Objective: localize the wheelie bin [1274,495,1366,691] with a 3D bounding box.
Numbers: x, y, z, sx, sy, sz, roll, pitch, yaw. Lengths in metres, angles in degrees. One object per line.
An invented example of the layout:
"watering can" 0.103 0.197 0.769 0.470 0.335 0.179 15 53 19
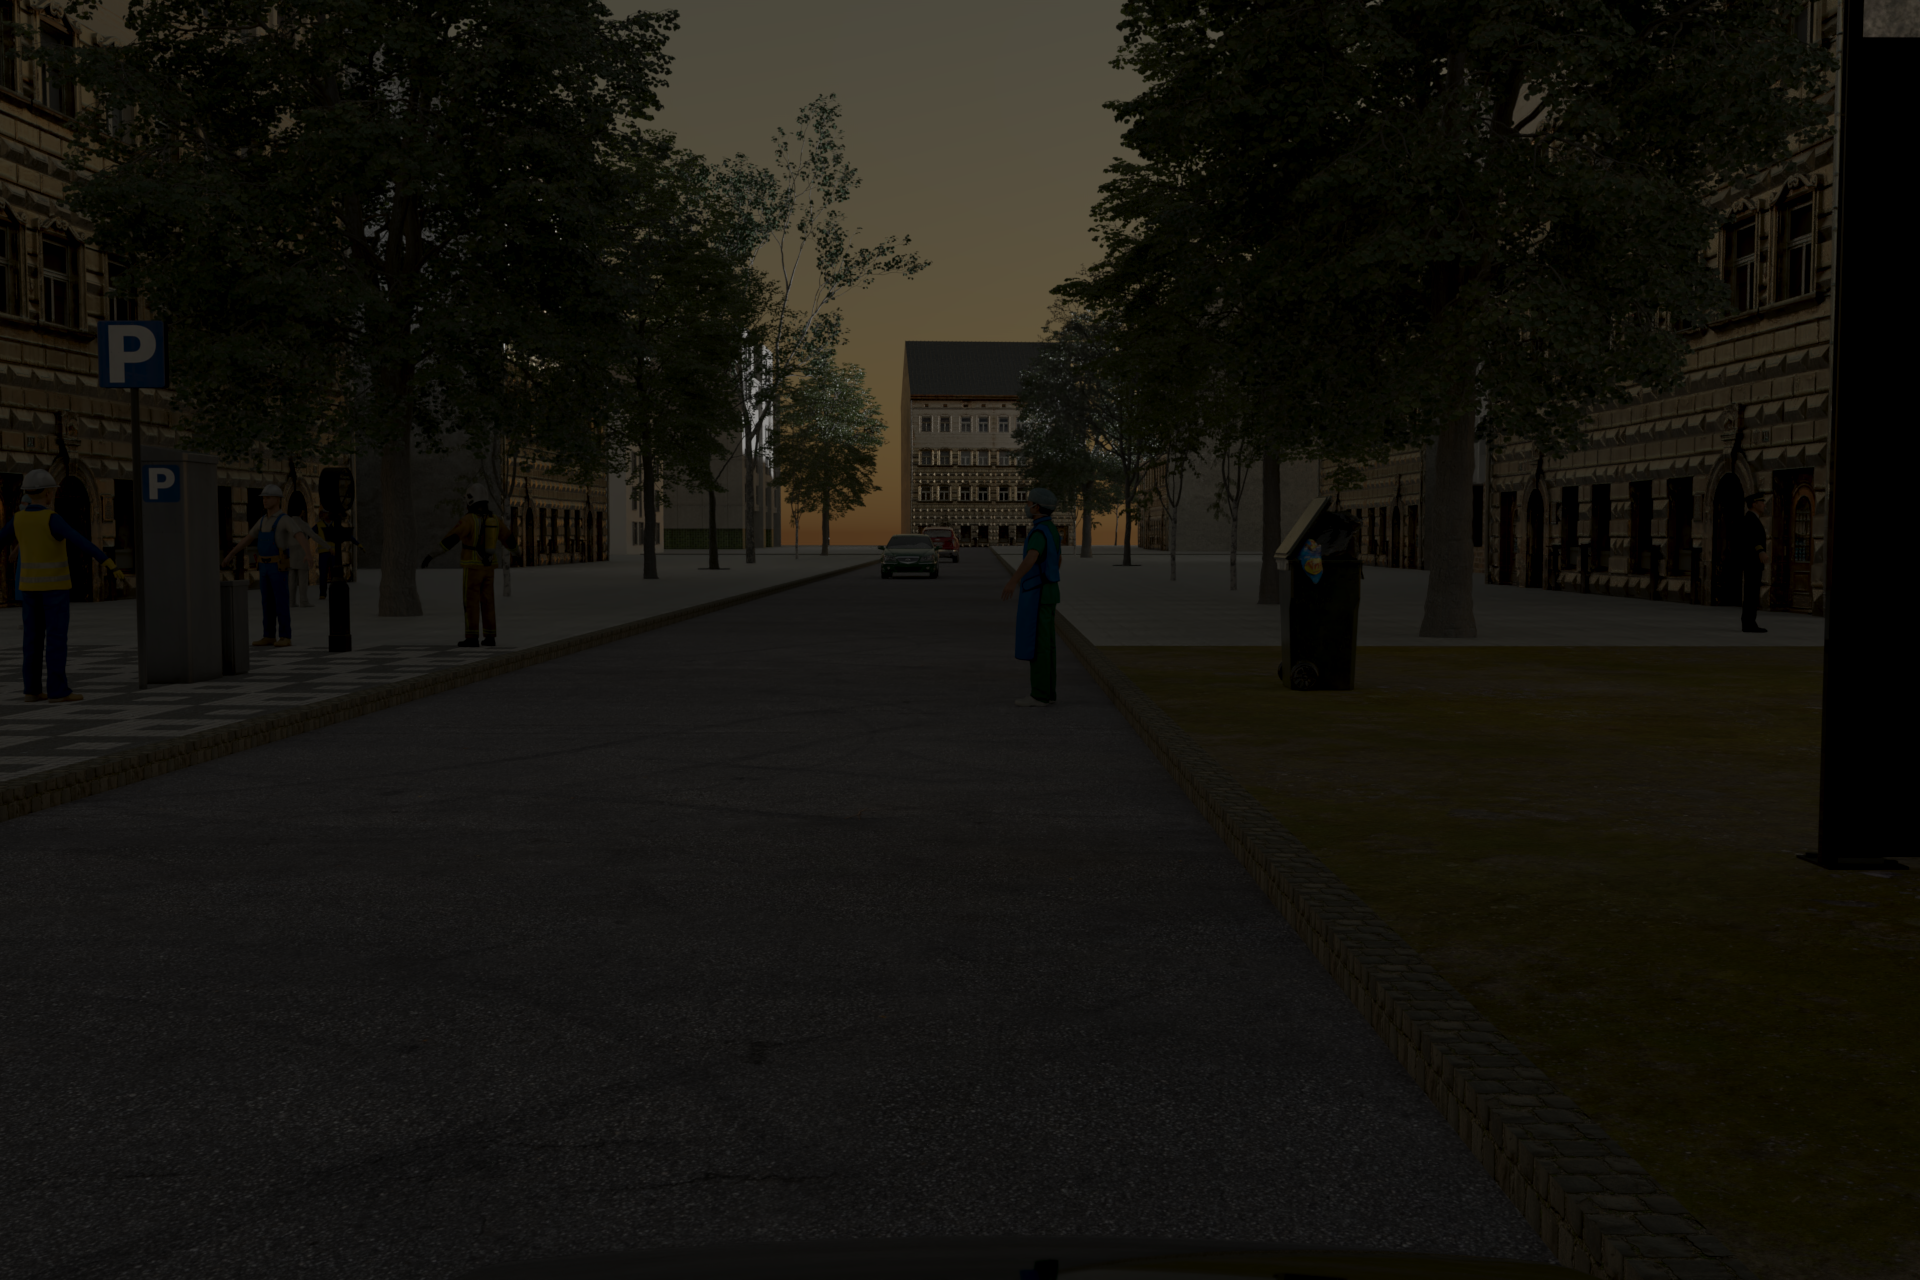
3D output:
"wheelie bin" 2.999 -0.399 14.426 0.693 1.594 0.980 0 4 1

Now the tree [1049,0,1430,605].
"tree" 5.476 -6.950 31.753 7.486 12.596 7.792 0 3 0

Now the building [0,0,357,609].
"building" -25.413 -12.570 36.455 19.493 23.208 18.063 0 4 1

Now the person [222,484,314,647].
"person" -7.863 -0.853 19.804 1.347 1.847 0.705 2 4 24

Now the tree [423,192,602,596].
"tree" -9.356 -5.191 35.228 4.360 8.622 3.978 0 3 0

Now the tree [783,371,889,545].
"tree" -14.088 -20.877 197.224 12.611 20.169 13.585 0 3 0

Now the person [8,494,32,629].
"person" -12.452 -1.044 23.199 0.704 1.817 1.347 -3 5 -41

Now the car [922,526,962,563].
"car" -1.063 -4.835 87.720 2.281 1.827 5.304 0 4 1

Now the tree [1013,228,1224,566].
"tree" 6.833 -9.710 69.135 12.009 13.543 11.850 0 3 0

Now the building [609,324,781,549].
"building" -26.682 -18.021 161.107 16.747 18.905 31.486 0 3 0

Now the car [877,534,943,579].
"car" -1.630 -2.777 57.199 2.131 1.459 4.920 0 4 0

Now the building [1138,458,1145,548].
"building" 26.069 -19.798 154.633 19.493 23.208 18.063 0 4 1

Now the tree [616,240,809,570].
"tree" -9.043 -8.352 62.309 9.928 11.665 9.643 0 3 0

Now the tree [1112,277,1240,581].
"tree" 5.938 -5.963 47.855 4.737 8.622 4.395 0 3 0

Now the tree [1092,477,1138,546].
"tree" 17.649 -15.779 192.395 7.601 10.594 8.767 0 4 3

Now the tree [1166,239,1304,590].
"tree" 6.063 -5.447 39.422 4.360 8.622 3.978 0 3 0

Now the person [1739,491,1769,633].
"person" 10.398 -1.022 22.642 0.705 1.837 1.347 1 4 21

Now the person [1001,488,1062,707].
"person" 0.645 -0.361 14.486 0.704 1.817 1.347 1 4 18

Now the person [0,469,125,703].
"person" -6.974 -0.418 13.296 1.216 1.772 0.721 1 4 12

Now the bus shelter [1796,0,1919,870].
"bus shelter" 3.842 -0.752 3.585 1.731 3.624 6.357 0 4 -1

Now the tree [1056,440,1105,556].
"tree" 6.852 -9.331 102.927 4.737 8.622 4.395 0 3 0

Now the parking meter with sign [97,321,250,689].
"parking meter with sign" -6.759 -1.150 15.066 0.543 3.016 1.738 0 3 0

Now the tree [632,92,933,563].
"tree" -8.055 -13.362 74.363 12.611 20.169 13.585 0 3 0

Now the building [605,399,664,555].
"building" -25.214 -10.964 121.403 9.099 9.664 28.070 0 4 0

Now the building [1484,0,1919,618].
"building" 22.587 -12.451 34.495 19.493 23.208 18.063 0 4 1

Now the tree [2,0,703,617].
"tree" -8.875 -7.341 26.687 9.857 13.997 8.962 0 3 0

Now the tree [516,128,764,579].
"tree" -9.101 -8.004 48.985 7.486 12.596 7.792 0 3 0

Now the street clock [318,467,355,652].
"street clock" -6.751 -0.871 18.810 0.358 2.002 0.471 0 4 1

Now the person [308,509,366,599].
"person" -12.404 -1.717 34.047 1.349 1.833 0.705 -2 4 -28

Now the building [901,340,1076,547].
"building" 2.821 -22.203 196.399 18.063 23.208 19.493 0 4 -5

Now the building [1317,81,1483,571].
"building" 25.511 -14.574 69.216 19.493 23.208 18.063 0 4 0

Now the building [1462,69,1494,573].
"building" 21.908 -12.300 57.523 16.016 20.090 11.380 0 4 0

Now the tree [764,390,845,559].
"tree" -8.588 -8.455 88.606 4.360 8.622 3.978 0 3 0

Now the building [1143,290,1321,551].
"building" 24.632 -18.660 136.022 19.493 23.208 18.063 0 4 1

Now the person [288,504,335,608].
"person" -11.570 -1.476 30.319 1.347 1.806 0.705 1 4 16

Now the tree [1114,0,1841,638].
"tree" 6.098 -7.016 21.367 9.857 13.997 8.962 0 3 0

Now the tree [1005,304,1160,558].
"tree" 6.802 -11.445 93.775 9.857 13.997 8.962 0 3 0

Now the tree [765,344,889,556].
"tree" -8.019 -11.338 103.496 7.486 12.596 7.792 0 3 0

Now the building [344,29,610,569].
"building" -25.971 -14.768 72.388 19.493 23.208 18.063 0 4 1

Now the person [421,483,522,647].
"person" -5.499 -0.854 19.727 0.705 1.858 1.354 3 4 38
